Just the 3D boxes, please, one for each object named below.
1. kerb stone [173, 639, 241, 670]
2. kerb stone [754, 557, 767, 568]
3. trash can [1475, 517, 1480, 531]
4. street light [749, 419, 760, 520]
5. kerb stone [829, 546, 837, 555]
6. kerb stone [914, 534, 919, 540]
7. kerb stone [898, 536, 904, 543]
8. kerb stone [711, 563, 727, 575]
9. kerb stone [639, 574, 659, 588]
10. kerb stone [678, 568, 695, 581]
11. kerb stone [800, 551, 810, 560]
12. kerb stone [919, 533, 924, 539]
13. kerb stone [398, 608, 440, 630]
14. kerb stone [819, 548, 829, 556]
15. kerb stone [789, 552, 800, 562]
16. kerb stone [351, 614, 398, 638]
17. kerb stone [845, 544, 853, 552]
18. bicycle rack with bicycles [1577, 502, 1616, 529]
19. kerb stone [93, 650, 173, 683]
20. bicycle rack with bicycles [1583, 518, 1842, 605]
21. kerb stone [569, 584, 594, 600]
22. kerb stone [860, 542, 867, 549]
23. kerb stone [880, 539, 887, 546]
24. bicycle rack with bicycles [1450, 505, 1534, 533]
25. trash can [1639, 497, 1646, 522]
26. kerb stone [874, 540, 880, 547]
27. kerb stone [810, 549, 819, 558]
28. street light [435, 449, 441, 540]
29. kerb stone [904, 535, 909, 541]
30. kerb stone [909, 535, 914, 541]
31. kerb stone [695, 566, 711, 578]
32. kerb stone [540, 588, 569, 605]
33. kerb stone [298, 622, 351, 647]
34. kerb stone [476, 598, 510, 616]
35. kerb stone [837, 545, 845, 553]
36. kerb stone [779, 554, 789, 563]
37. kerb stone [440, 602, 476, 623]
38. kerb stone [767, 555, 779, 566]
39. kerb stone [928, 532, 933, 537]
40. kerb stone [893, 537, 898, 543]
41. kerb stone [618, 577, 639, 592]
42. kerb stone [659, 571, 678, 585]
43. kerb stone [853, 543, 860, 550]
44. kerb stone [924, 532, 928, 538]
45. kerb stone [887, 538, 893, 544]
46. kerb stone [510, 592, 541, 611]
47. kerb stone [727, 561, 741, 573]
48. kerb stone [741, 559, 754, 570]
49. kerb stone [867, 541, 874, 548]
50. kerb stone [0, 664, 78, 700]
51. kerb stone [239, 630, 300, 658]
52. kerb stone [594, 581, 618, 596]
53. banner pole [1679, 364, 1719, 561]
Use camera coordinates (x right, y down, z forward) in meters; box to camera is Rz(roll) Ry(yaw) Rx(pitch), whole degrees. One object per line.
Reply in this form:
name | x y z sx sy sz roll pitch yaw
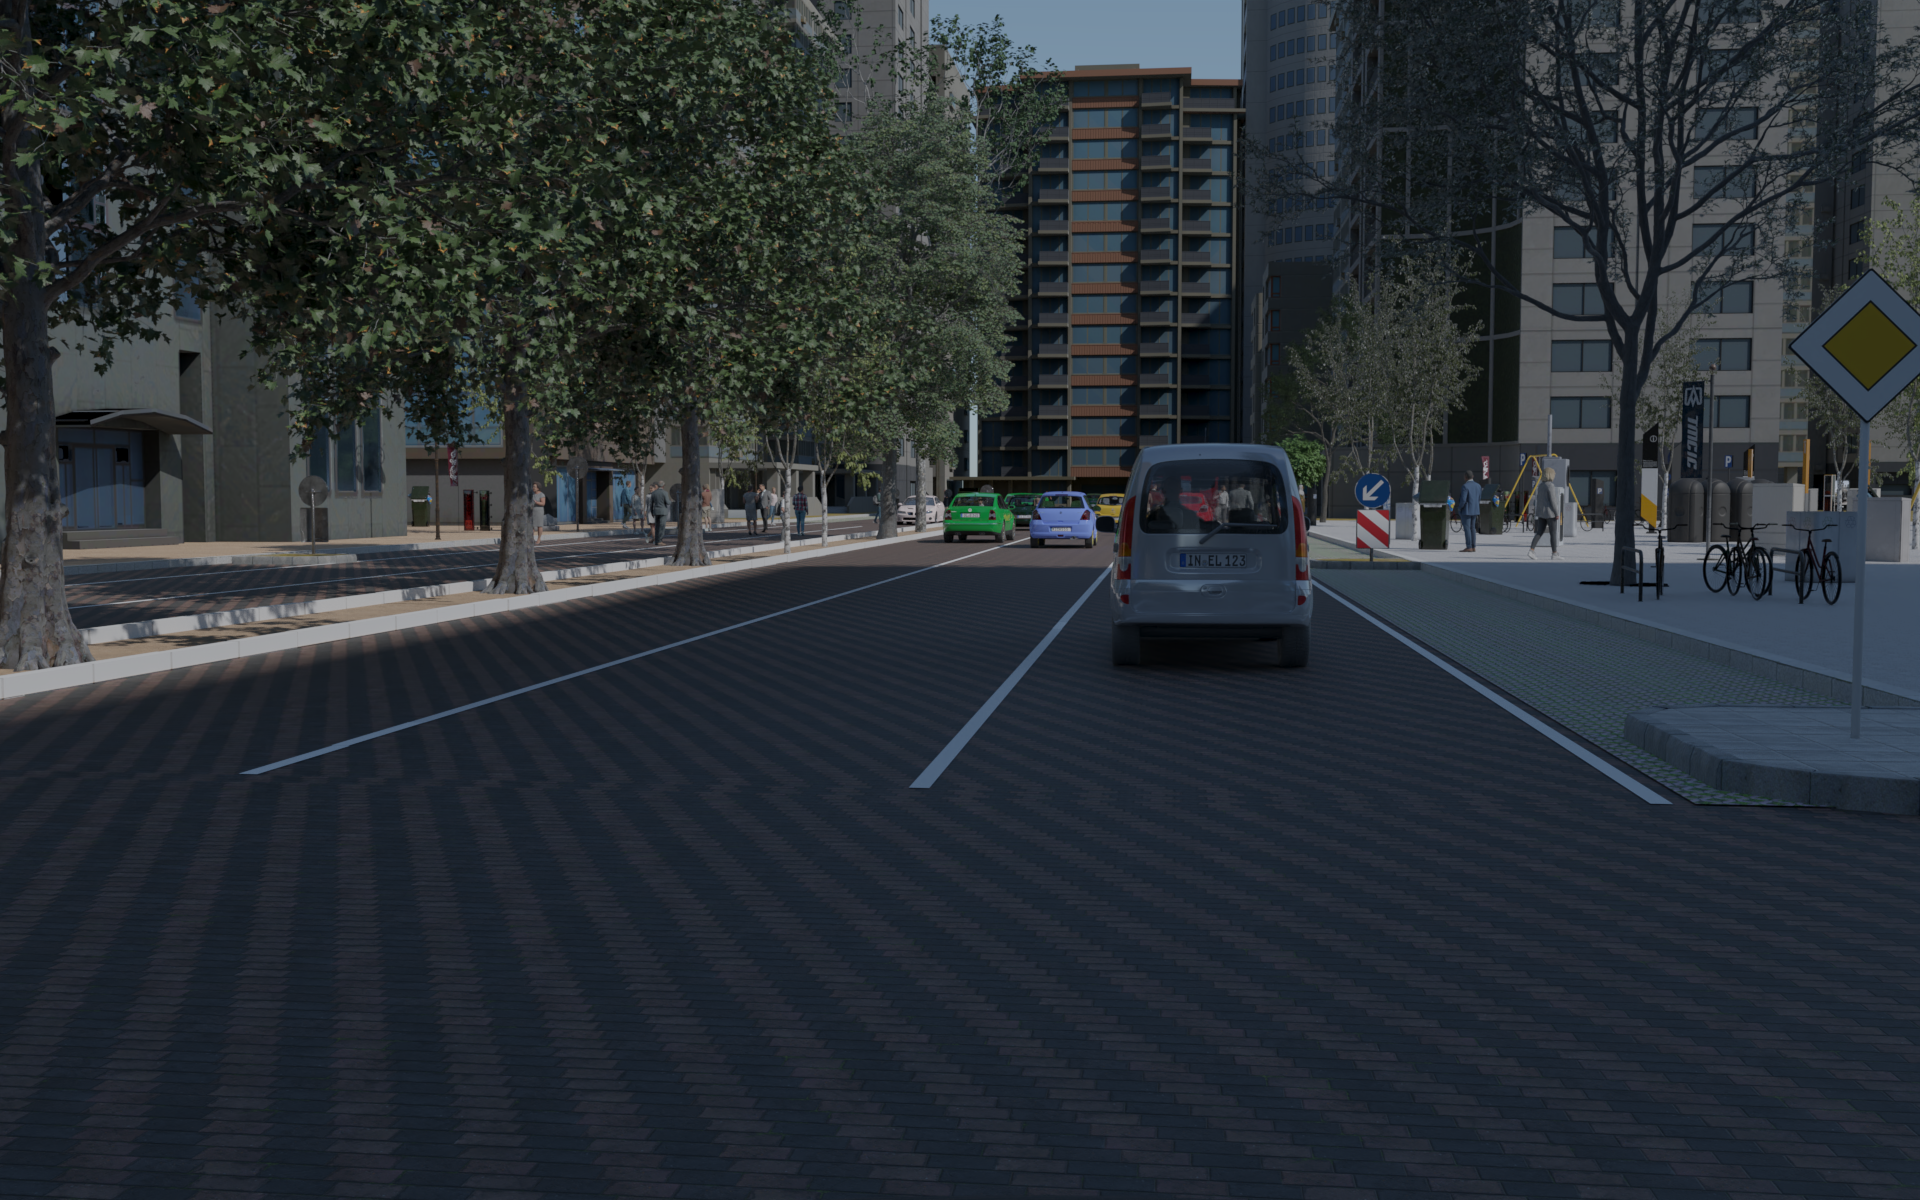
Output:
kerb stone | -6.418 0.468 14.620 0.120 0.150 1.000 0 4 7
kerb stone | -4.014 -0.720 33.974 0.120 0.150 1.000 0 4 7
trash can | 18.105 -2.957 59.994 0.748 1.137 0.748 0 3 0
street light | -10.053 -6.879 85.256 0.468 5.910 1.993 0 4 7
kerb stone | -3.137 -1.156 41.104 0.120 0.150 1.000 0 4 7
kerb stone | -1.488 -1.966 54.332 0.120 0.150 1.000 0 4 7
kerb stone | -1.874 -1.778 51.280 0.120 0.150 1.000 0 4 7
kerb stone | -4.396 -0.533 30.911 0.120 0.150 1.000 0 4 7
kerb stone | -4.905 -0.277 26.833 0.120 0.150 1.000 0 4 7
kerb stone | -4.652 -0.401 28.867 0.120 0.150 1.000 0 4 7
kerb stone | -3.516 -0.967 38.039 0.120 0.150 1.000 0 4 7
kerb stone | -1.362 -2.028 55.354 0.120 0.150 1.000 0 4 7
kerb stone | -5.913 0.215 18.689 0.120 0.150 1.000 0 4 7
kerb stone | -3.258 -1.094 40.084 0.120 0.150 1.000 0 4 7
kerb stone | -3.631 -0.907 37.023 0.120 0.150 1.000 0 4 7
kerb stone | -6.042 0.277 17.670 0.120 0.150 1.000 0 4 7
kerb stone | -2.881 -1.281 43.141 0.120 0.150 1.000 0 4 7
bicycle rack with bicycles | 20.664 -2.838 59.776 2.925 0.926 2.852 -2 4 -29
kerb stone | -6.543 0.526 13.599 0.120 0.150 1.000 0 4 7
bicycle rack with bicycles | 9.356 -0.490 21.390 2.852 0.926 2.925 1 4 15
kerb stone | -5.286 -0.097 23.788 0.120 0.150 1.000 0 4 7
kerb stone | -2.637 -1.406 45.185 0.120 0.150 1.000 0 4 7
kerb stone | -2.245 -1.592 48.228 0.120 0.150 1.000 0 4 7
bicycle rack with bicycles | 17.491 -2.715 57.773 2.852 0.926 2.925 -1 4 -16
trash can | 32.083 -4.237 80.928 0.748 1.137 0.748 0 3 0
kerb stone | -2.380 -1.525 47.215 0.120 0.150 1.000 0 4 7
kerb stone | -3.392 -1.032 39.071 0.120 0.150 1.000 0 4 7
street light | -14.655 -4.627 48.444 0.468 5.910 1.993 0 4 7
kerb stone | -1.749 -1.839 52.298 0.120 0.150 1.000 0 4 7
kerb stone | -1.618 -1.903 53.312 0.120 0.150 1.000 0 4 7
kerb stone | -4.525 -0.470 29.881 0.120 0.150 1.000 0 4 7
kerb stone | -5.404 -0.035 22.770 0.120 0.150 1.000 0 4 7
kerb stone | -6.173 0.339 16.656 0.120 0.150 1.000 0 4 7
kerb stone | -5.665 0.090 20.726 0.120 0.150 1.000 0 4 7
kerb stone | -3.009 -1.219 42.127 0.120 0.150 1.000 0 4 7
kerb stone | -3.771 -0.845 36.009 0.120 0.150 1.000 0 4 7
kerb stone | -5.794 0.152 19.711 0.120 0.150 1.000 0 4 7
kerb stone | -3.888 -0.781 34.988 0.120 0.150 1.000 0 4 7
kerb stone | -1.120 -2.152 57.384 0.120 0.150 1.000 0 4 7
kerb stone | -2.002 -1.717 50.266 0.120 0.150 1.000 0 4 7
kerb stone | -5.029 -0.218 25.819 0.120 0.150 1.000 0 4 7
kerb stone | -4.770 -0.341 27.848 0.120 0.150 1.000 0 4 7
kerb stone | -2.761 -1.343 44.157 0.120 0.150 1.000 0 4 7
kerb stone | -1.242 -2.090 56.369 0.120 0.150 1.000 0 4 7
kerb stone | -2.127 -1.654 49.244 0.120 0.150 1.000 0 4 7
kerb stone | -5.530 0.035 21.756 0.120 0.150 1.000 0 4 7
kerb stone | -4.268 -0.595 31.931 0.120 0.150 1.000 0 4 7
kerb stone | -4.147 -0.657 32.953 0.120 0.150 1.000 0 4 7
kerb stone | -2.500 -1.464 46.200 0.120 0.150 1.000 0 4 7
kerb stone | -6.668 0.588 12.585 0.120 0.150 1.000 0 4 7
kerb stone | -6.290 0.403 15.634 0.120 0.150 1.000 0 4 7
kerb stone | -5.148 -0.158 24.801 0.120 0.150 1.000 0 4 7
banner pole | 14.383 -2.671 33.693 0.401 3.779 0.863 -2 4 -34
